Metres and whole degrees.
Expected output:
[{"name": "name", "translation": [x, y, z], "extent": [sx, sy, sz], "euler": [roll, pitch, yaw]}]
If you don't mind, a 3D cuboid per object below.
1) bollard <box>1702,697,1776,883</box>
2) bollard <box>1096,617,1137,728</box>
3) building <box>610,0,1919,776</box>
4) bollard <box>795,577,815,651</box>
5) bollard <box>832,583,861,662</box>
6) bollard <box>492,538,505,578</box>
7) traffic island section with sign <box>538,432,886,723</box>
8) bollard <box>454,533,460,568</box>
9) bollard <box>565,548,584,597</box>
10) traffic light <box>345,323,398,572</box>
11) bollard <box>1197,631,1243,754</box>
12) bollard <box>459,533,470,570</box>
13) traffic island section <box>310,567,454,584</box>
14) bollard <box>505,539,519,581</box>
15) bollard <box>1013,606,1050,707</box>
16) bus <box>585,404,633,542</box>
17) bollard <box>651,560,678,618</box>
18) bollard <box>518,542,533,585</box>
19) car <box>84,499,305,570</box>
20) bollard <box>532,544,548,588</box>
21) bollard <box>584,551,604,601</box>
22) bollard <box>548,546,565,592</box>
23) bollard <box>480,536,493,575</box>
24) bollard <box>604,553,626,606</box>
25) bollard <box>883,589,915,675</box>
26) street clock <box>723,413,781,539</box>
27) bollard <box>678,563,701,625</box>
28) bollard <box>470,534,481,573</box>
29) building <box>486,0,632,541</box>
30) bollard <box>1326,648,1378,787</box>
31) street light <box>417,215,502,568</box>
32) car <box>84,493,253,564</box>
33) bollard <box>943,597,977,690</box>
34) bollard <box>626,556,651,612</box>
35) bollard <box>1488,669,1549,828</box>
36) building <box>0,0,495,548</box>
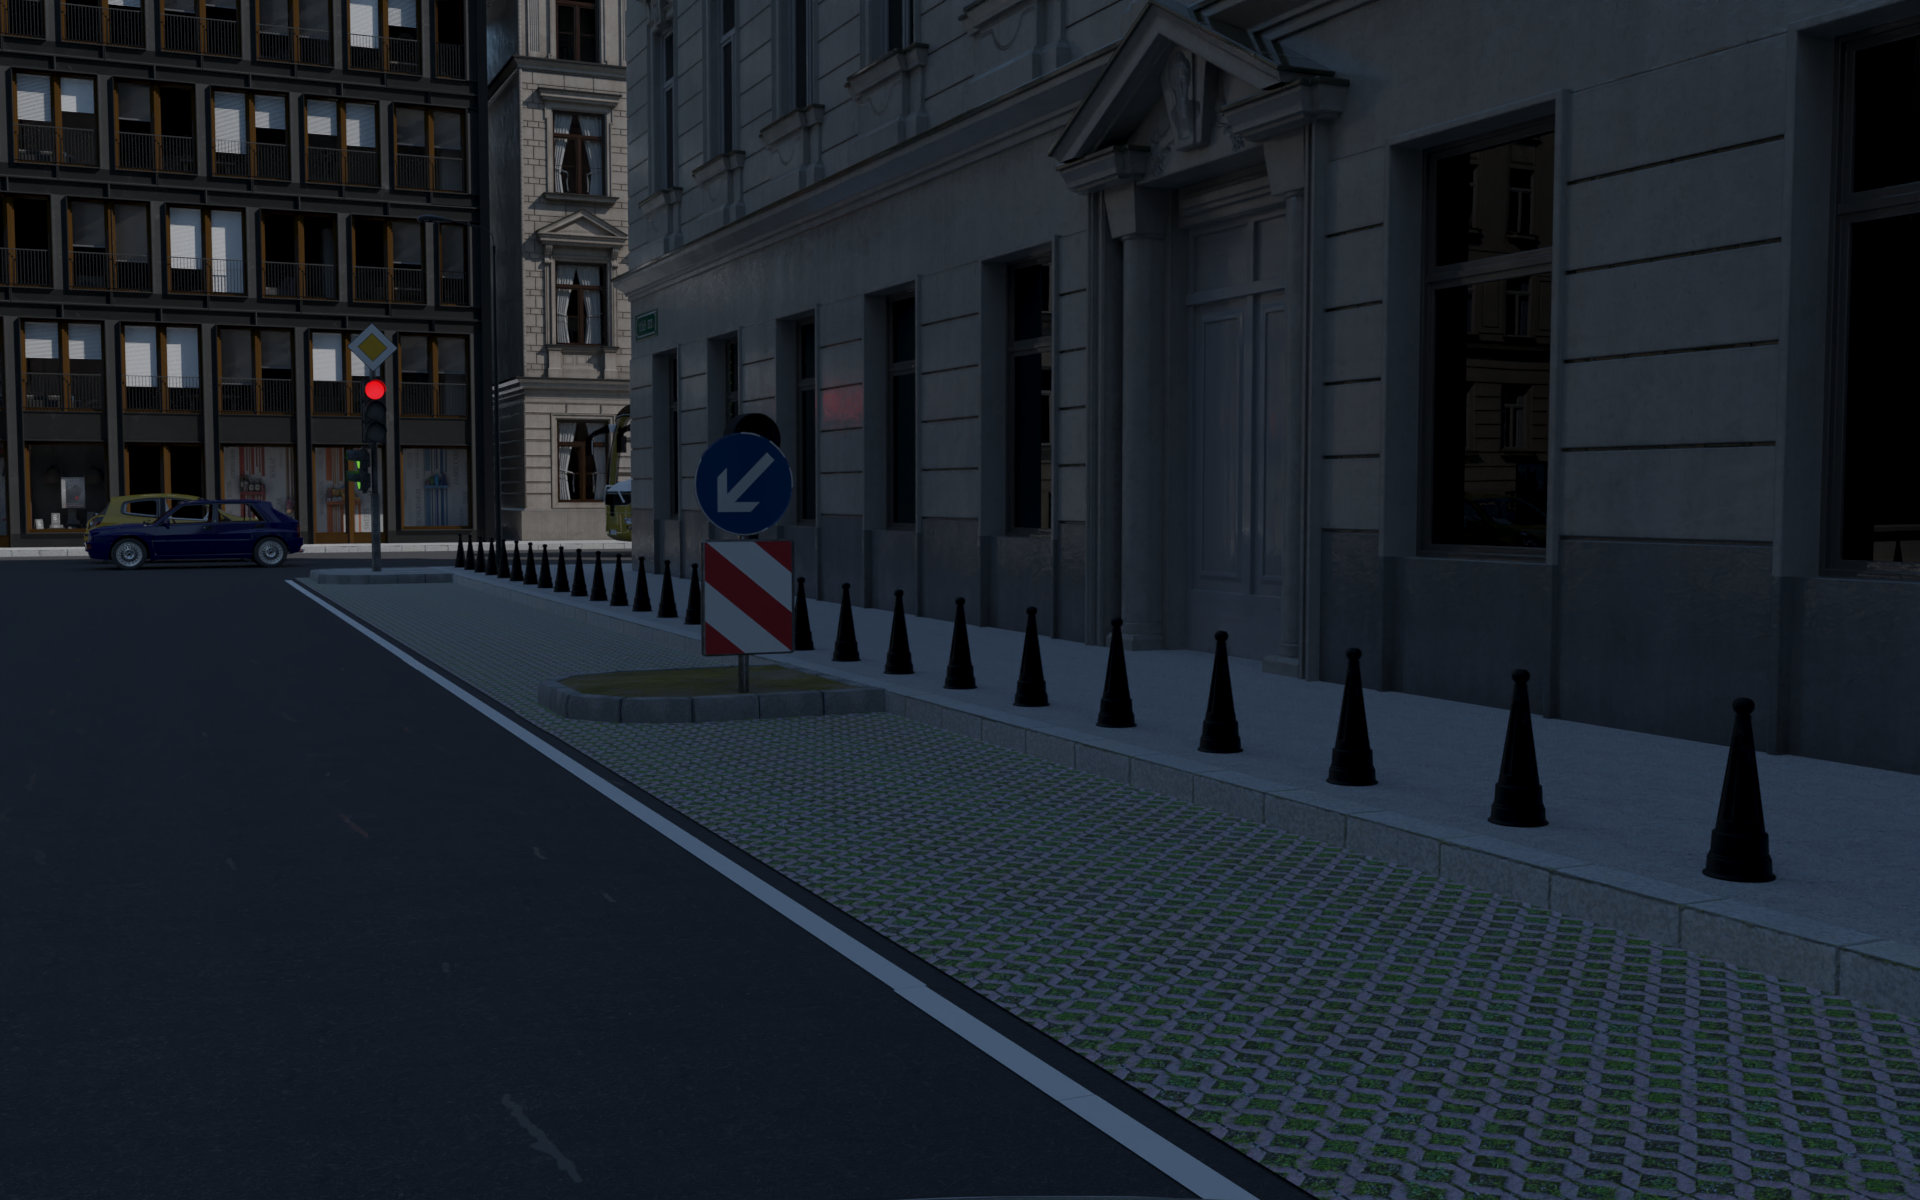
[{"name": "bollard", "translation": [2.618, 0.626, 5.804], "extent": [0.229, 0.601, 0.229], "euler": [0, 3, 0]}, {"name": "bollard", "translation": [0.866, 0.395, 9.581], "extent": [0.229, 0.601, 0.229], "euler": [0, 3, 0]}, {"name": "building", "translation": [10.666, -14.410, 12.022], "extent": [17.030, 29.872, 44.131], "euler": [-2, 4, -25]}, {"name": "bollard", "translation": [-1.308, 0.109, 14.263], "extent": [0.229, 0.601, 0.229], "euler": [0, 3, 0]}, {"name": "bollard", "translation": [-0.877, 0.166, 13.331], "extent": [0.229, 0.601, 0.229], "euler": [0, 3, 0]}, {"name": "bollard", "translation": [-6.965, -0.636, 26.447], "extent": [0.229, 0.601, 0.229], "euler": [0, 3, 0]}, {"name": "traffic island section with sign", "translation": [-1.792, -0.192, 11.762], "extent": [1.989, 1.847, 2.006], "euler": [-2, 4, -25]}, {"name": "bollard", "translation": [-8.716, -0.867, 30.223], "extent": [0.229, 0.601, 0.229], "euler": [0, 3, 0]}, {"name": "bollard", "translation": [-4.782, -0.349, 21.747], "extent": [0.229, 0.601, 0.229], "euler": [0, 3, 0]}, {"name": "traffic light", "translation": [-9.688, -2.426, 28.588], "extent": [0.839, 4.253, 0.868], "euler": [-2, 4, -25]}, {"name": "bollard", "translation": [1.302, 0.452, 8.647], "extent": [0.229, 0.601, 0.229], "euler": [0, 3, 0]}, {"name": "bollard", "translation": [-8.278, -0.810, 29.279], "extent": [0.229, 0.601, 0.229], "euler": [0, 3, 0]}, {"name": "traffic island section", "translation": [-9.647, -0.394, 28.720], "extent": [2.009, 0.180, 2.903], "euler": [-2, 4, -25]}, {"name": "bollard", "translation": [-6.528, -0.579, 25.504], "extent": [0.229, 0.601, 0.229], "euler": [0, 3, 0]}, {"name": "bollard", "translation": [0.434, 0.338, 10.513], "extent": [0.229, 0.601, 0.229], "euler": [0, 3, 0]}, {"name": "bus", "translation": [-2.727, -3.107, 42.342], "extent": [12.252, 3.916, 2.896], "euler": [-2, 4, -26]}, {"name": "bollard", "translation": [-3.042, -0.120, 18.008], "extent": [0.229, 0.601, 0.229], "euler": [0, 3, 0]}, {"name": "bollard", "translation": [-6.093, -0.522, 24.573], "extent": [0.229, 0.601, 0.229], "euler": [0, 3, 0]}, {"name": "car", "translation": [-14.935, -1.299, 33.823], "extent": [3.894, 1.354, 1.945], "euler": [-2, 4, -27]}, {"name": "bollard", "translation": [-5.660, -0.464, 23.632], "extent": [0.229, 0.601, 0.229], "euler": [0, 3, 0]}, {"name": "bollard", "translation": [-4.344, -0.292, 20.815], "extent": [0.229, 0.601, 0.229], "euler": [0, 3, 0]}, {"name": "bollard", "translation": [-5.220, -0.407, 22.694], "extent": [0.229, 0.601, 0.229], "euler": [0, 3, 0]}, {"name": "bollard", "translation": [-7.405, -0.694, 27.392], "extent": [0.229, 0.601, 0.229], "euler": [0, 3, 0]}, {"name": "bollard", "translation": [-3.915, -0.235, 19.881], "extent": [0.229, 0.601, 0.229], "euler": [0, 3, 0]}, {"name": "bollard", "translation": [-0.436, 0.224, 12.386], "extent": [0.229, 0.601, 0.229], "euler": [0, 3, 0]}, {"name": "street clock", "translation": [-1.865, -0.672, 15.562], "extent": [0.471, 2.002, 0.358], "euler": [-2, 4, -31]}, {"name": "bollard", "translation": [-2.612, -0.063, 17.075], "extent": [0.229, 0.601, 0.229], "euler": [0, 3, 0]}, {"name": "bollard", "translation": [-7.840, -0.752, 28.330], "extent": [0.229, 0.601, 0.229], "euler": [0, 3, 0]}, {"name": "building", "translation": [-5.682, -11.624, 54.679], "extent": [19.286, 19.102, 10.561], "euler": [-2, 4, -25]}, {"name": "bollard", "translation": [1.745, 0.511, 7.689], "extent": [0.229, 0.601, 0.229], "euler": [0, 3, 0]}, {"name": "street light", "translation": [-8.366, -3.465, 29.192], "extent": [1.470, 5.913, 1.316], "euler": [-2, 4, -25]}, {"name": "car", "translation": [-16.370, -1.623, 36.754], "extent": [3.980, 1.641, 2.015], "euler": [-2, 4, -23]}, {"name": "bollard", "translation": [0.002, 0.281, 11.451], "extent": [0.229, 0.601, 0.229], "euler": [0, 3, 0]}, {"name": "bollard", "translation": [-3.481, -0.178, 18.950], "extent": [0.229, 0.601, 0.229], "euler": [0, 3, 0]}, {"name": "bollard", "translation": [2.181, 0.568, 6.751], "extent": [0.229, 0.601, 0.229], "euler": [0, 3, 0]}, {"name": "building", "translation": [-22.091, -13.321, 47.480], "extent": [15.834, 23.373, 12.332], "euler": [-2, 4, -25]}]
